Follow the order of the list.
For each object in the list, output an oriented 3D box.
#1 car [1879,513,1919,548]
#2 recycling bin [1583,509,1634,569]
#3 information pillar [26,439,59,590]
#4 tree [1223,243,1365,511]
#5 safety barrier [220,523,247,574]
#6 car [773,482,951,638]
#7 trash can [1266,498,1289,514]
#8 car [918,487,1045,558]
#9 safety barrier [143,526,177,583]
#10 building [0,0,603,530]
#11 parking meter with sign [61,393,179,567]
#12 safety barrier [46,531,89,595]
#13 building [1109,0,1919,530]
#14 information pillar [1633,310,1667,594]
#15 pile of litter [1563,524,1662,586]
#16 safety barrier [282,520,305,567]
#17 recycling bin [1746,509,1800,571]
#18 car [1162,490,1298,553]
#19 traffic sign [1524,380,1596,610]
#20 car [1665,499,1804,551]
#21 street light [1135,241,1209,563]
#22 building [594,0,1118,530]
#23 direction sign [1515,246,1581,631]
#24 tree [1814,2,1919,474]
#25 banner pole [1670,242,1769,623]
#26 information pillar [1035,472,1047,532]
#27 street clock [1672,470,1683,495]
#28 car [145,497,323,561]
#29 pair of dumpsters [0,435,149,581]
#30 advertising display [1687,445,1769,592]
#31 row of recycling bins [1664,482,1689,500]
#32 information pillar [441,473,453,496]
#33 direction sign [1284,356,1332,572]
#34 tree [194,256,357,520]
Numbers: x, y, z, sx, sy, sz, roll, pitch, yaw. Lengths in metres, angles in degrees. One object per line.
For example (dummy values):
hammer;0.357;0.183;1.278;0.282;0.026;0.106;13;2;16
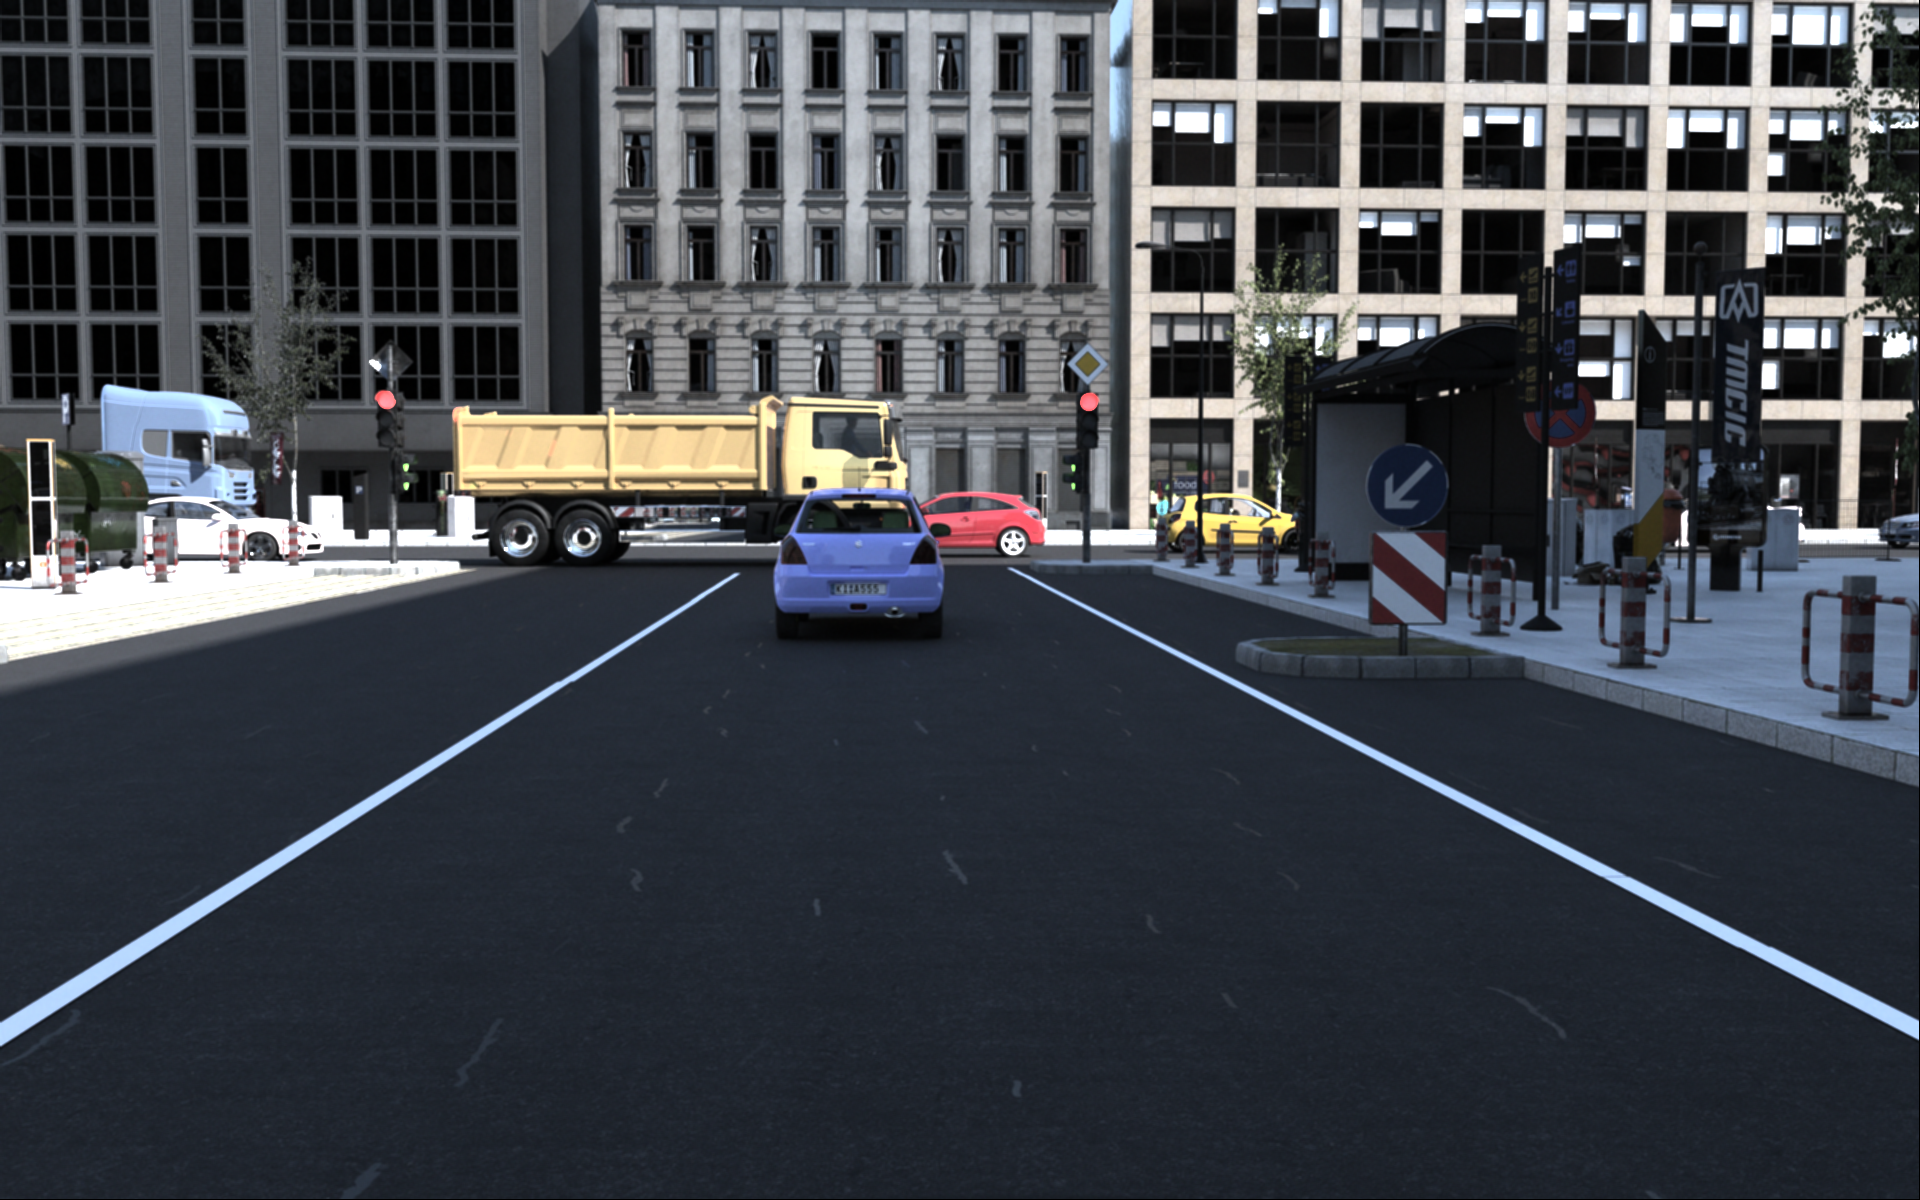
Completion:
car;26.605;-2.054;45.579;4.499;1.417;2.014;0;4;-4
recycling bin;10.817;-0.982;28.606;0.722;1.027;0.722;-1;4;-18
information pillar;-12.352;-1.152;23.330;0.304;2.012;0.304;-1;4;-20
tree;9.803;-6.217;52.006;4.737;8.622;4.395;0;3;0
safety barrier;-11.663;-0.828;27.818;0.300;0.817;1.120;0;4;-3
car;-1.053;-0.547;18.529;1.945;1.707;3.694;0;4;-2
trash can;10.562;-2.812;57.623;0.748;1.137;0.748;0;3;0
car;-0.280;-1.883;39.834;4.494;1.783;2.155;0;4;-3
safety barrier;-11.506;-0.652;24.930;0.300;0.817;1.120;0;4;-3
building;-25.584;-16.668;66.037;24.014;27.812;14.314;0;4;-3
parking meter with sign;-14.804;-2.100;30.588;1.738;3.016;0.543;-3;5;-40
safety barrier;-11.348;-0.475;22.037;0.300;0.817;1.120;0;4;-3
building;22.450;-16.304;71.088;34.151;26.468;19.350;0;4;-3
information pillar;8.846;-1.888;22.229;0.504;3.616;0.183;-2;4;-30
pile of litter;9.339;-0.664;24.827;1.719;0.858;1.176;-1;4;-20
safety barrier;-11.824;-1.006;30.722;0.300;0.817;1.120;0;4;-3
recycling bin;13.708;-1.019;29.220;0.722;1.027;0.722;1;4;17
car;6.901;-1.984;42.663;3.980;1.641;2.015;0;4;-3
traffic sign;6.615;-1.166;19.176;0.768;2.556;0.104;0;4;6
car;18.482;-1.886;43.203;4.827;1.381;2.083;0;4;-3
street light;3.920;-3.639;32.046;1.470;5.913;1.316;0;4;-3
building;-3.823;-13.181;64.654;18.267;20.994;9.793;0;4;-3
direction sign;5.504;-1.486;16.295;0.379;3.537;0.876;-1;4;-19
tree;13.837;-4.509;24.092;4.737;8.622;4.395;0;3;0
banner pole;7.512;-1.659;17.137;0.863;3.779;0.401;3;5;43
information pillar;2.709;-3.268;57.927;0.304;2.012;0.304;2;4;29
street clock;21.159;-2.851;51.176;0.358;2.002;0.471;2;4;25
car;-16.227;-1.523;37.268;4.827;1.381;2.083;0;4;-3
pair of dumpsters;-14.500;-1.524;27.413;1.574;2.255;4.437;0;4;-3
advertising display;10.181;-1.087;22.987;0.974;1.923;0.123;3;4;38
row of recycling bins;25.048;-3.104;57.859;3.534;1.692;1.069;2;4;25
information pillar;-17.637;-3.369;59.582;0.304;2.012;0.304;2;4;33
direction sign;5.719;-2.235;28.547;0.876;3.537;0.379;-1;4;-21
tree;-20.713;-6.279;53.024;4.360;8.622;3.978;0;3;0
